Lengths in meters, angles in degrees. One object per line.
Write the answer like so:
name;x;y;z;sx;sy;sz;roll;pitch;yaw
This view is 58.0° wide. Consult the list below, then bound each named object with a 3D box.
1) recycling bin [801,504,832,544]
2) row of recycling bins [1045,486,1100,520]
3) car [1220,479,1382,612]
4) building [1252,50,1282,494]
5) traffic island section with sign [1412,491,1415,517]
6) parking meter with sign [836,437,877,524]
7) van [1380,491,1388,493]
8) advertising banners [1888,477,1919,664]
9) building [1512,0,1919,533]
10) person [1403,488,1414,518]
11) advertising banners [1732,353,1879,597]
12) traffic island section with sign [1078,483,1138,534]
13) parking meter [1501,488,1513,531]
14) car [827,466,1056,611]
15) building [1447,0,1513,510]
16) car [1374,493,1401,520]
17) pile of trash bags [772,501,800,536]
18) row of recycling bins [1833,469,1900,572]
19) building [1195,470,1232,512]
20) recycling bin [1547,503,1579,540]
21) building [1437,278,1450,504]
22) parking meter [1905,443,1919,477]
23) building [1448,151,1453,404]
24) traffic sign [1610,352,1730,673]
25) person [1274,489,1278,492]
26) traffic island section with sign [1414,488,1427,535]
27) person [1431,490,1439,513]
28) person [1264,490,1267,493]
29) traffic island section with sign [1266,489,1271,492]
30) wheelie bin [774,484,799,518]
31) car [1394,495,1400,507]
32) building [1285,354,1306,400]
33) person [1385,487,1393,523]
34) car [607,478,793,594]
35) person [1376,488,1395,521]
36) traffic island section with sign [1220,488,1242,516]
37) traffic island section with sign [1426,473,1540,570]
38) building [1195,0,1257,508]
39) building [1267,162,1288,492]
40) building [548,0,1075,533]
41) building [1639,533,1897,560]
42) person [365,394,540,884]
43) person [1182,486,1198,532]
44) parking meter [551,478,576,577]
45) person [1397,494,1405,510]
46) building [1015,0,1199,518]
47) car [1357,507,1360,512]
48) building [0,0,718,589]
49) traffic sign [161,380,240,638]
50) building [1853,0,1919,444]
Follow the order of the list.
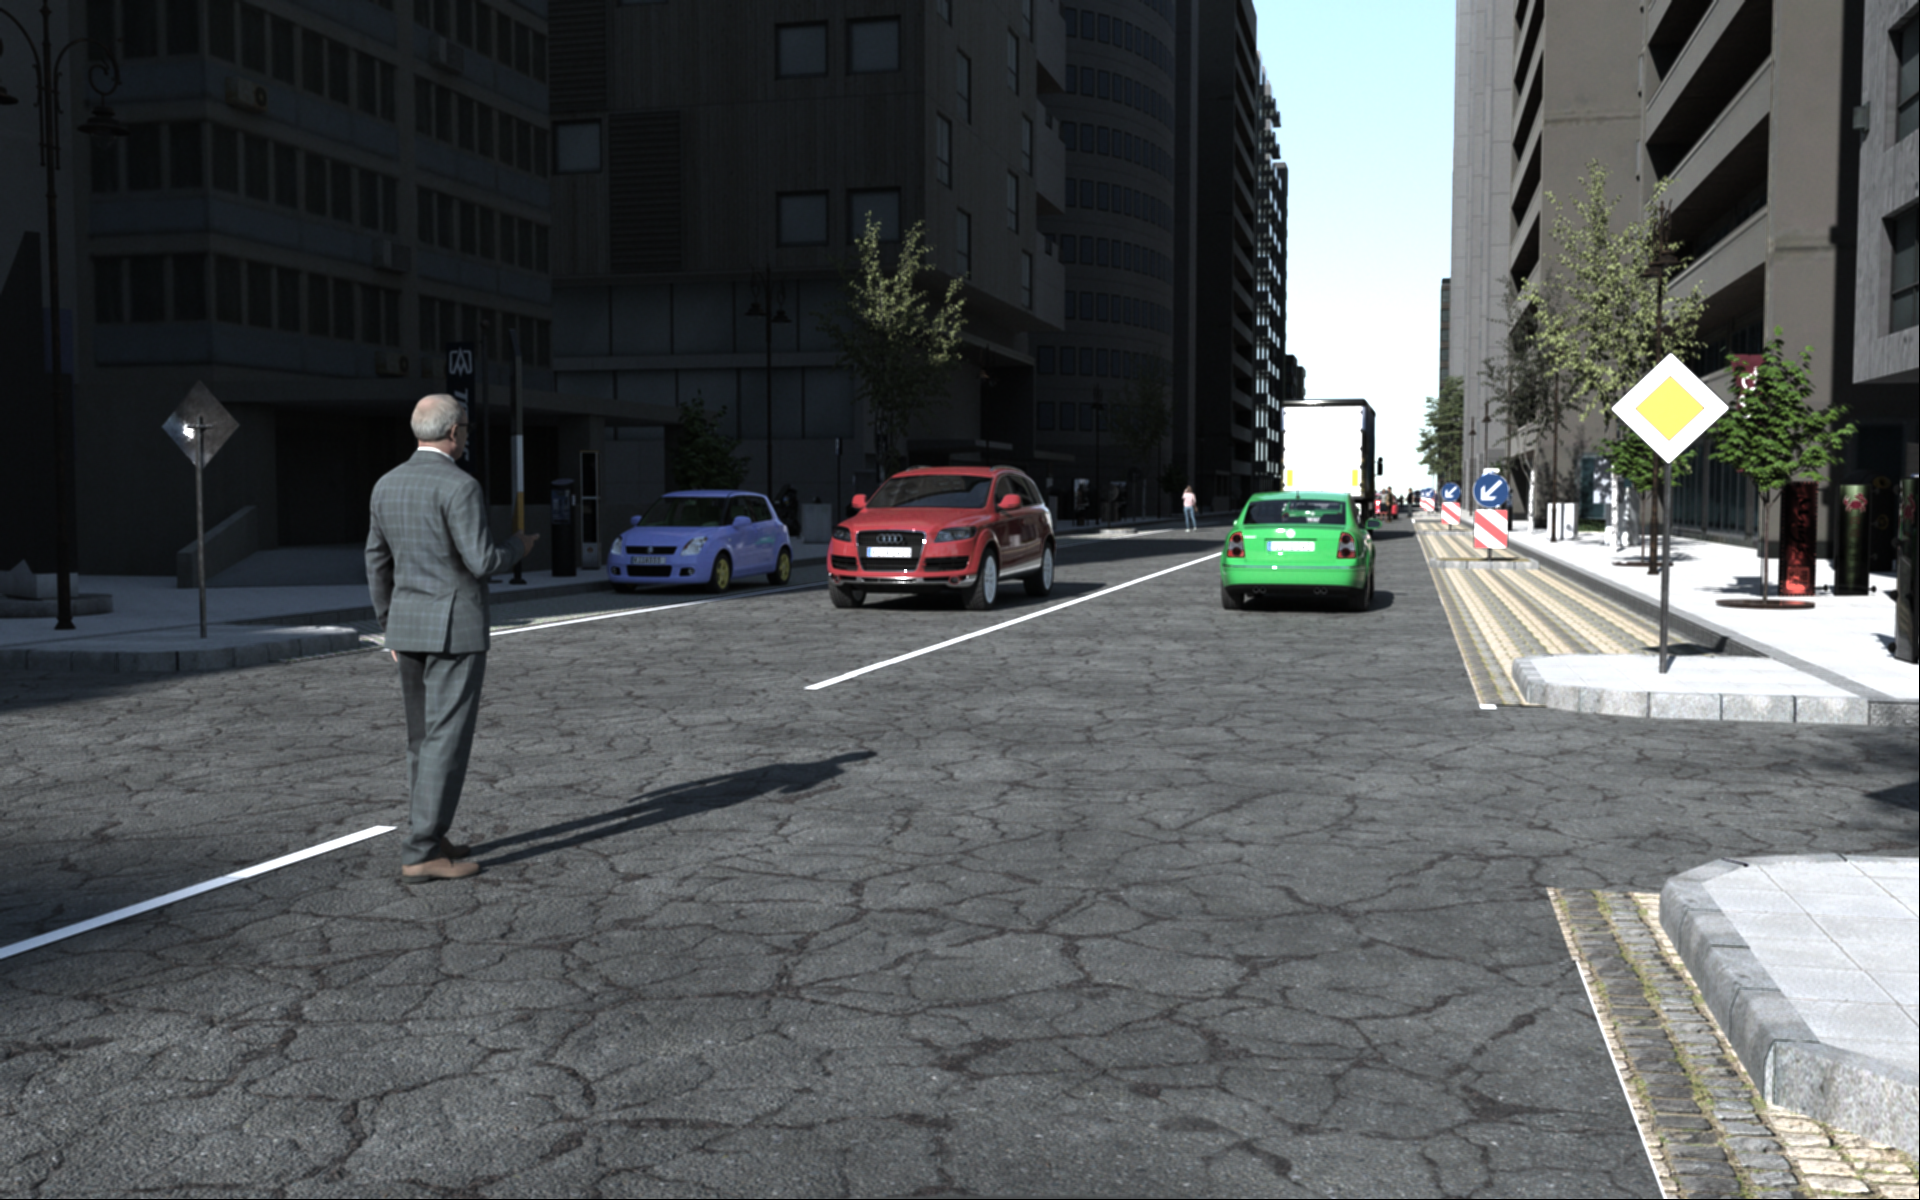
recycling bin;-3.727;-1.984;44.992;0.722;1.027;0.722;-1;4;-10
row of recycling bins;5.655;-4.835;86.170;3.534;1.692;1.069;-3;5;-43
car;4.476;-0.843;22.577;1.959;1.807;4.718;1;4;15
building;22.872;-34.752;187.810;23.786;49.044;30.456;1;4;14
traffic island section with sign;29.457;-6.152;109.210;1.989;1.847;2.006;1;4;14
parking meter with sign;-2.933;-3.503;53.541;1.738;3.016;0.543;-1;4;-16
van;52.303;-12.584;212.757;2.013;2.044;4.112;1;4;14
advertising banners;7.108;-0.996;12.478;0.090;3.025;2.074;1;4;12
building;34.368;-27.335;70.629;21.300;48.544;21.600;1;4;14
person;27.170;-5.881;104.666;0.705;1.822;1.348;-1;4;-10
advertising banners;10.541;-1.559;21.675;2.074;3.025;0.090;-1;4;-8
traffic island section with sign;5.426;-3.331;63.093;1.989;1.847;2.006;1;4;14
parking meter;18.955;-3.157;60.027;0.372;1.533;0.369;0;3;0
car;-0.131;-0.881;23.073;2.281;1.827;5.304;1;4;16
building;63.302;-39.302;184.591;21.231;58.520;28.212;1;4;14
car;23.994;-5.476;98.579;2.155;1.783;4.494;1;4;13
pile of trash bags;-6.683;-2.628;52.720;3.447;1.369;1.912;-2;4;-23
row of recycling bins;16.386;-1.312;28.566;3.534;1.692;1.069;1;4;17
building;3.961;-26.886;131.467;32.217;40.220;23.993;1;4;14
recycling bin;16.901;-2.202;48.563;0.722;1.027;0.722;2;4;29
building;70.807;-28.023;229.884;14.160;30.474;14.107;1;4;14
parking meter;10.905;-0.847;19.559;0.255;1.863;0.399;-3;4;-38
building;70.661;-35.848;209.824;21.300;48.544;21.600;1;4;14
traffic sign;5.031;-0.532;12.340;0.795;2.450;0.064;1;4;14
person;16.234;-4.861;88.902;0.541;1.710;0.530;-1;4;-21
traffic island section with sign;17.071;-3.186;60.724;1.989;1.847;2.006;1;4;14
person;35.807;-7.414;130.638;0.541;1.710;0.530;2;4;33
person;22.708;-7.284;128.531;0.756;1.711;0.436;-2;4;-27
traffic island section with sign;24.548;-7.910;137.954;1.989;1.847;2.006;1;4;14
wheelie bin;-5.524;-2.897;55.272;0.693;1.594;0.980;-1;4;-23
car;33.335;-7.536;135.214;2.014;1.417;4.499;1;4;15
building;31.383;-23.655;231.797;27.650;21.520;28.899;1;4;14
person;21.588;-4.808;87.208;0.705;1.812;1.348;1;4;11
car;-3.874;-1.003;25.988;1.945;1.707;3.694;1;4;16
person;22.431;-5.044;91.762;1.217;1.735;0.721;2;4;26
traffic island section with sign;17.884;-6.312;111.832;1.989;1.847;2.006;1;4;14
traffic island section with sign;10.186;-1.535;33.732;1.989;1.847;2.006;1;4;14
building;14.325;-32.348;152.590;21.300;48.544;21.600;1;4;14
building;31.813;-32.132;208.948;14.154;41.232;14.086;1;4;14
building;-10.892;-29.417;70.213;28.713;52.752;27.495;1;4;14
building;28.930;-25.491;40.472;21.300;48.544;21.600;1;4;14
person;-1.914;0.129;6.571;0.661;1.801;0.590;2;4;33
person;8.825;-3.496;66.246;0.593;1.750;0.643;0;4;-2
parking meter;-6.178;-1.136;26.987;0.372;1.533;0.369;0;3;0
person;40.028;-8.887;157.054;1.065;1.426;0.557;0;4;-1
building;2.236;-34.401;104.460;21.231;58.520;28.212;1;4;14
car;9.024;-2.125;43.547;1.959;1.807;4.718;1;4;15
building;-22.040;-20.918;33.896;32.217;40.220;23.993;1;4;14
traffic sign;-6.731;-0.716;15.355;0.795;2.450;0.064;1;4;14
building;17.933;-14.949;16.112;14.107;30.474;14.160;1;4;14
